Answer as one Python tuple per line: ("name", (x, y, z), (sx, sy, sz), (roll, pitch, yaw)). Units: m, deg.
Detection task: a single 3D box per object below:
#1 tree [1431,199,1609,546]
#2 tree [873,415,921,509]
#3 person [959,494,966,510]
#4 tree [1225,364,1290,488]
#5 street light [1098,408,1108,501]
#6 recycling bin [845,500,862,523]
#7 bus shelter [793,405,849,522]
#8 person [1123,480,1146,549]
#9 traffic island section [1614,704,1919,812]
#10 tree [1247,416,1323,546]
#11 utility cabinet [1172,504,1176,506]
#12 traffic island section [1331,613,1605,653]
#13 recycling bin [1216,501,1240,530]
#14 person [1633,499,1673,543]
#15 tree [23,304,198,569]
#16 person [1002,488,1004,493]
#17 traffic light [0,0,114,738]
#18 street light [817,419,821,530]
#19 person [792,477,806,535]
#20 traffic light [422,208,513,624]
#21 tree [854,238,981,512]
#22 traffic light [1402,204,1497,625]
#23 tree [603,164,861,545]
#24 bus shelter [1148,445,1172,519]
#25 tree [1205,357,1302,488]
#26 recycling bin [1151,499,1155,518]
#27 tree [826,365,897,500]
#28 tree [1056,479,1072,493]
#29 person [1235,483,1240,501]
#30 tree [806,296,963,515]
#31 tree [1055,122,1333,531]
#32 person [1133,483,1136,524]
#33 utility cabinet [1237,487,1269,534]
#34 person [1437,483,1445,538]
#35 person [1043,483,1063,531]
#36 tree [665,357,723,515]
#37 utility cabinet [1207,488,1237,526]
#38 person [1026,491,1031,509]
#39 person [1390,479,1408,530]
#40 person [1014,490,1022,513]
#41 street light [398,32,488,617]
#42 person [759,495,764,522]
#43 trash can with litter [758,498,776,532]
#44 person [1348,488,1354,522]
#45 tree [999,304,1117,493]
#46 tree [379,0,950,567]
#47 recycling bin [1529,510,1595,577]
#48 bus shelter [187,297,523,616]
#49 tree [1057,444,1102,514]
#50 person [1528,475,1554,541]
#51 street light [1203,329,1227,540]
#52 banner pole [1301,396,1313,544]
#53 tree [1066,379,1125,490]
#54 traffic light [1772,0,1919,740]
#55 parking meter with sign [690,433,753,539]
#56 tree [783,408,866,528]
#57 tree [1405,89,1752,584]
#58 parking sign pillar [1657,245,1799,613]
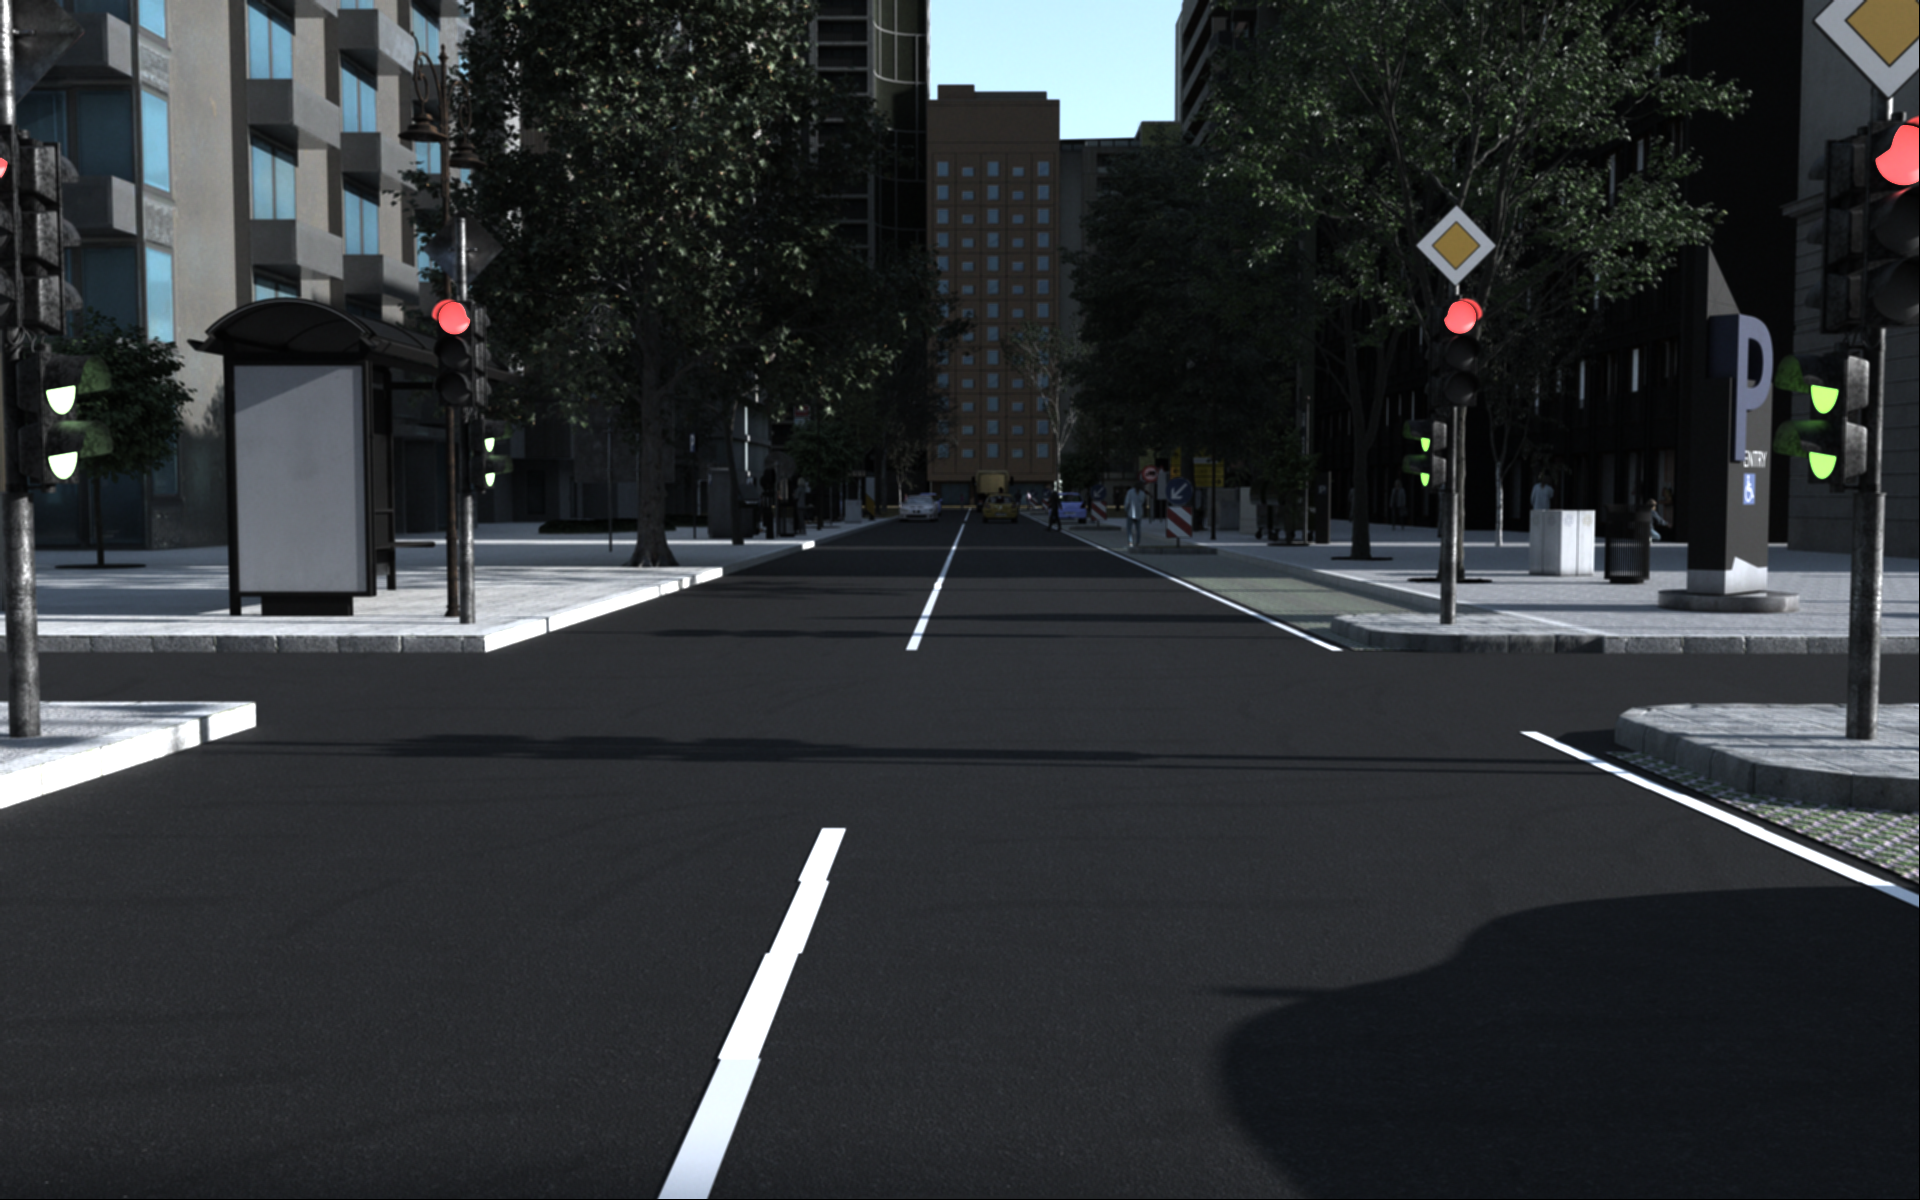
("tree", (13.216, -5.603, 41.972), (4.360, 8.622, 3.978), (0, 3, 0))
("tree", (-4.862, -11.478, 138.021), (4.360, 8.622, 3.978), (0, 3, 0))
("person", (0.226, -9.047, 159.640), (0.991, 1.433, 0.599), (-3, 5, -40))
("tree", (15.285, -8.555, 90.230), (4.360, 8.622, 3.978), (0, 3, 0))
("street light", (7.576, -7.276, 91.746), (0.468, 5.910, 1.993), (0, 4, 1))
("recycling bin", (-4.673, -3.885, 76.073), (0.722, 1.027, 0.722), (0, 4, -1))
("bus shelter", (-6.339, -6.276, 80.243), (2.179, 5.291, 8.768), (0, 4, 0))
("person", (4.539, -2.219, 45.053), (0.793, 1.790, 0.793), (3, 4, 39))
("traffic island section", (4.760, 0.806, 9.102), (2.009, 0.180, 2.903), (0, 4, 1))
("tree", (8.229, -2.951, 42.846), (1.663, 3.219, 1.824), (0, 3, 0))
("utility cabinet", (10.067, -4.360, 79.968), (0.318, 1.500, 1.173), (-1, 4, -8))
("traffic island section", (4.835, 0.318, 17.087), (2.009, 0.180, 2.903), (0, 4, 1))
("recycling bin", (9.542, -3.009, 61.750), (0.722, 1.027, 0.722), (0, 4, -4))
("person", (18.036, -2.073, 45.437), (0.738, 1.151, 1.012), (-3, 5, -39))
("tree", (-15.015, -2.847, 30.266), (4.285, 4.588, 4.351), (0, 3, 0))
("person", (2.919, -6.858, 120.614), (0.705, 1.826, 1.348), (-1, 4, -14))
("traffic light", (-4.941, -1.232, 9.063), (0.839, 4.253, 0.868), (0, 4, 1))
("street light", (-5.017, -5.423, 61.454), (0.468, 5.910, 1.993), (0, 4, 1))
("person", (-5.036, -2.924, 54.028), (0.526, 1.800, 0.537), (2, 4, 24))
("traffic light", (-4.865, -1.720, 17.048), (0.839, 4.253, 0.868), (0, 4, 1))
("tree", (-4.494, -16.522, 126.028), (12.611, 20.169, 13.585), (0, 3, 0))
("traffic light", (4.796, -1.716, 16.973), (0.839, 4.253, 0.868), (0, 4, 1))
("tree", (-5.935, -6.682, 43.659), (7.601, 10.594, 8.767), (1, 4, 19))
("bus shelter", (10.534, -5.820, 86.439), (1.731, 3.624, 6.357), (0, 4, 0))
("tree", (13.344, -7.772, 77.438), (4.737, 8.622, 4.395), (0, 3, 0))
("recycling bin", (10.589, -4.851, 91.865), (0.722, 1.027, 0.722), (-3, 5, -39))
("tree", (-5.291, -8.585, 90.725), (4.737, 8.622, 4.395), (0, 3, 0))
("tree", (9.192, -9.596, 151.501), (1.663, 3.219, 1.824), (0, 3, 0))
("person", (14.049, -4.978, 87.405), (0.622, 1.834, 0.822), (-2, 4, -29))
("tree", (-4.865, -11.834, 103.857), (12.009, 13.543, 11.850), (0, 3, 0))
("tree", (7.887, -9.349, 59.512), (9.857, 13.997, 8.962), (0, 3, 0))
("person", (7.457, -4.138, 74.047), (0.444, 1.785, 0.601), (0, 4, 6))
("utility cabinet", (9.322, -2.811, 54.645), (0.318, 1.500, 1.173), (-2, 4, -29))
("person", (14.313, -2.735, 50.940), (0.466, 1.800, 0.511), (-2, 4, -35))
("person", (3.576, -3.580, 66.816), (0.755, 1.850, 0.659), (0, 4, -1))
("tree", (-13.607, -8.456, 88.619), (4.360, 8.622, 3.978), (0, 3, 0))
("utility cabinet", (10.253, -3.611, 67.712), (1.173, 1.500, 0.318), (2, 4, 33))
("person", (6.360, -9.370, 162.630), (0.436, 1.711, 0.756), (3, 5, 42))
("person", (15.522, -3.356, 61.090), (0.709, 1.800, 0.728), (3, 5, 42))
("person", (4.257, -7.303, 128.354), (0.683, 1.767, 0.568), (1, 4, 9))
("street light", (-5.312, -2.764, 17.974), (0.468, 5.910, 1.993), (0, 4, 1))
("person", (-9.291, -4.272, 80.557), (0.362, 1.253, 0.373), (-2, 4, -29))
("trash can with litter", (-6.813, -2.910, 58.629), (1.678, 1.210, 2.233), (-1, 4, -16))
("person", (18.114, -4.479, 79.392), (0.709, 1.813, 0.853), (2, 4, 26))
("tree", (10.777, -18.992, 166.409), (12.611, 20.169, 13.585), (0, 3, 0))
("tree", (-5.411, -6.944, 30.541), (9.611, 12.733, 9.660), (0, 3, 0))
("recycling bin", (9.501, -0.905, 27.347), (0.722, 1.027, 0.722), (-1, 4, -21))
("bus shelter", (-6.919, -1.634, 20.639), (2.014, 3.302, 5.546), (0, 4, 1))
("tree", (7.785, -7.833, 111.783), (4.285, 4.588, 4.351), (0, 3, 0))
("person", (15.694, -2.477, 46.805), (0.793, 1.790, 0.793), (-1, 4, -17))
("street light", (7.121, -4.632, 48.523), (0.468, 5.910, 1.993), (0, 4, 1))
("banner pole", (8.842, -3.330, 44.464), (0.401, 3.779, 0.863), (0, 4, -1))
("tree", (8.335, -9.370, 103.567), (4.737, 8.622, 4.395), (0, 3, 0))
("traffic light", (4.720, -1.227, 8.988), (0.839, 4.253, 0.868), (0, 4, 1))
("parking meter with sign", (-6.886, -3.294, 50.125), (1.738, 3.016, 0.543), (-2, 4, -25))
("tree", (-5.279, -5.050, 66.286), (4.285, 4.588, 4.351), (0, 3, 0))
("tree", (7.079, -6.055, 24.747), (9.928, 11.665, 9.643), (0, 3, 0))
("parking sign pillar", (8.579, -1.882, 19.248), (1.447, 3.967, 1.447), (3, 5, 44))
